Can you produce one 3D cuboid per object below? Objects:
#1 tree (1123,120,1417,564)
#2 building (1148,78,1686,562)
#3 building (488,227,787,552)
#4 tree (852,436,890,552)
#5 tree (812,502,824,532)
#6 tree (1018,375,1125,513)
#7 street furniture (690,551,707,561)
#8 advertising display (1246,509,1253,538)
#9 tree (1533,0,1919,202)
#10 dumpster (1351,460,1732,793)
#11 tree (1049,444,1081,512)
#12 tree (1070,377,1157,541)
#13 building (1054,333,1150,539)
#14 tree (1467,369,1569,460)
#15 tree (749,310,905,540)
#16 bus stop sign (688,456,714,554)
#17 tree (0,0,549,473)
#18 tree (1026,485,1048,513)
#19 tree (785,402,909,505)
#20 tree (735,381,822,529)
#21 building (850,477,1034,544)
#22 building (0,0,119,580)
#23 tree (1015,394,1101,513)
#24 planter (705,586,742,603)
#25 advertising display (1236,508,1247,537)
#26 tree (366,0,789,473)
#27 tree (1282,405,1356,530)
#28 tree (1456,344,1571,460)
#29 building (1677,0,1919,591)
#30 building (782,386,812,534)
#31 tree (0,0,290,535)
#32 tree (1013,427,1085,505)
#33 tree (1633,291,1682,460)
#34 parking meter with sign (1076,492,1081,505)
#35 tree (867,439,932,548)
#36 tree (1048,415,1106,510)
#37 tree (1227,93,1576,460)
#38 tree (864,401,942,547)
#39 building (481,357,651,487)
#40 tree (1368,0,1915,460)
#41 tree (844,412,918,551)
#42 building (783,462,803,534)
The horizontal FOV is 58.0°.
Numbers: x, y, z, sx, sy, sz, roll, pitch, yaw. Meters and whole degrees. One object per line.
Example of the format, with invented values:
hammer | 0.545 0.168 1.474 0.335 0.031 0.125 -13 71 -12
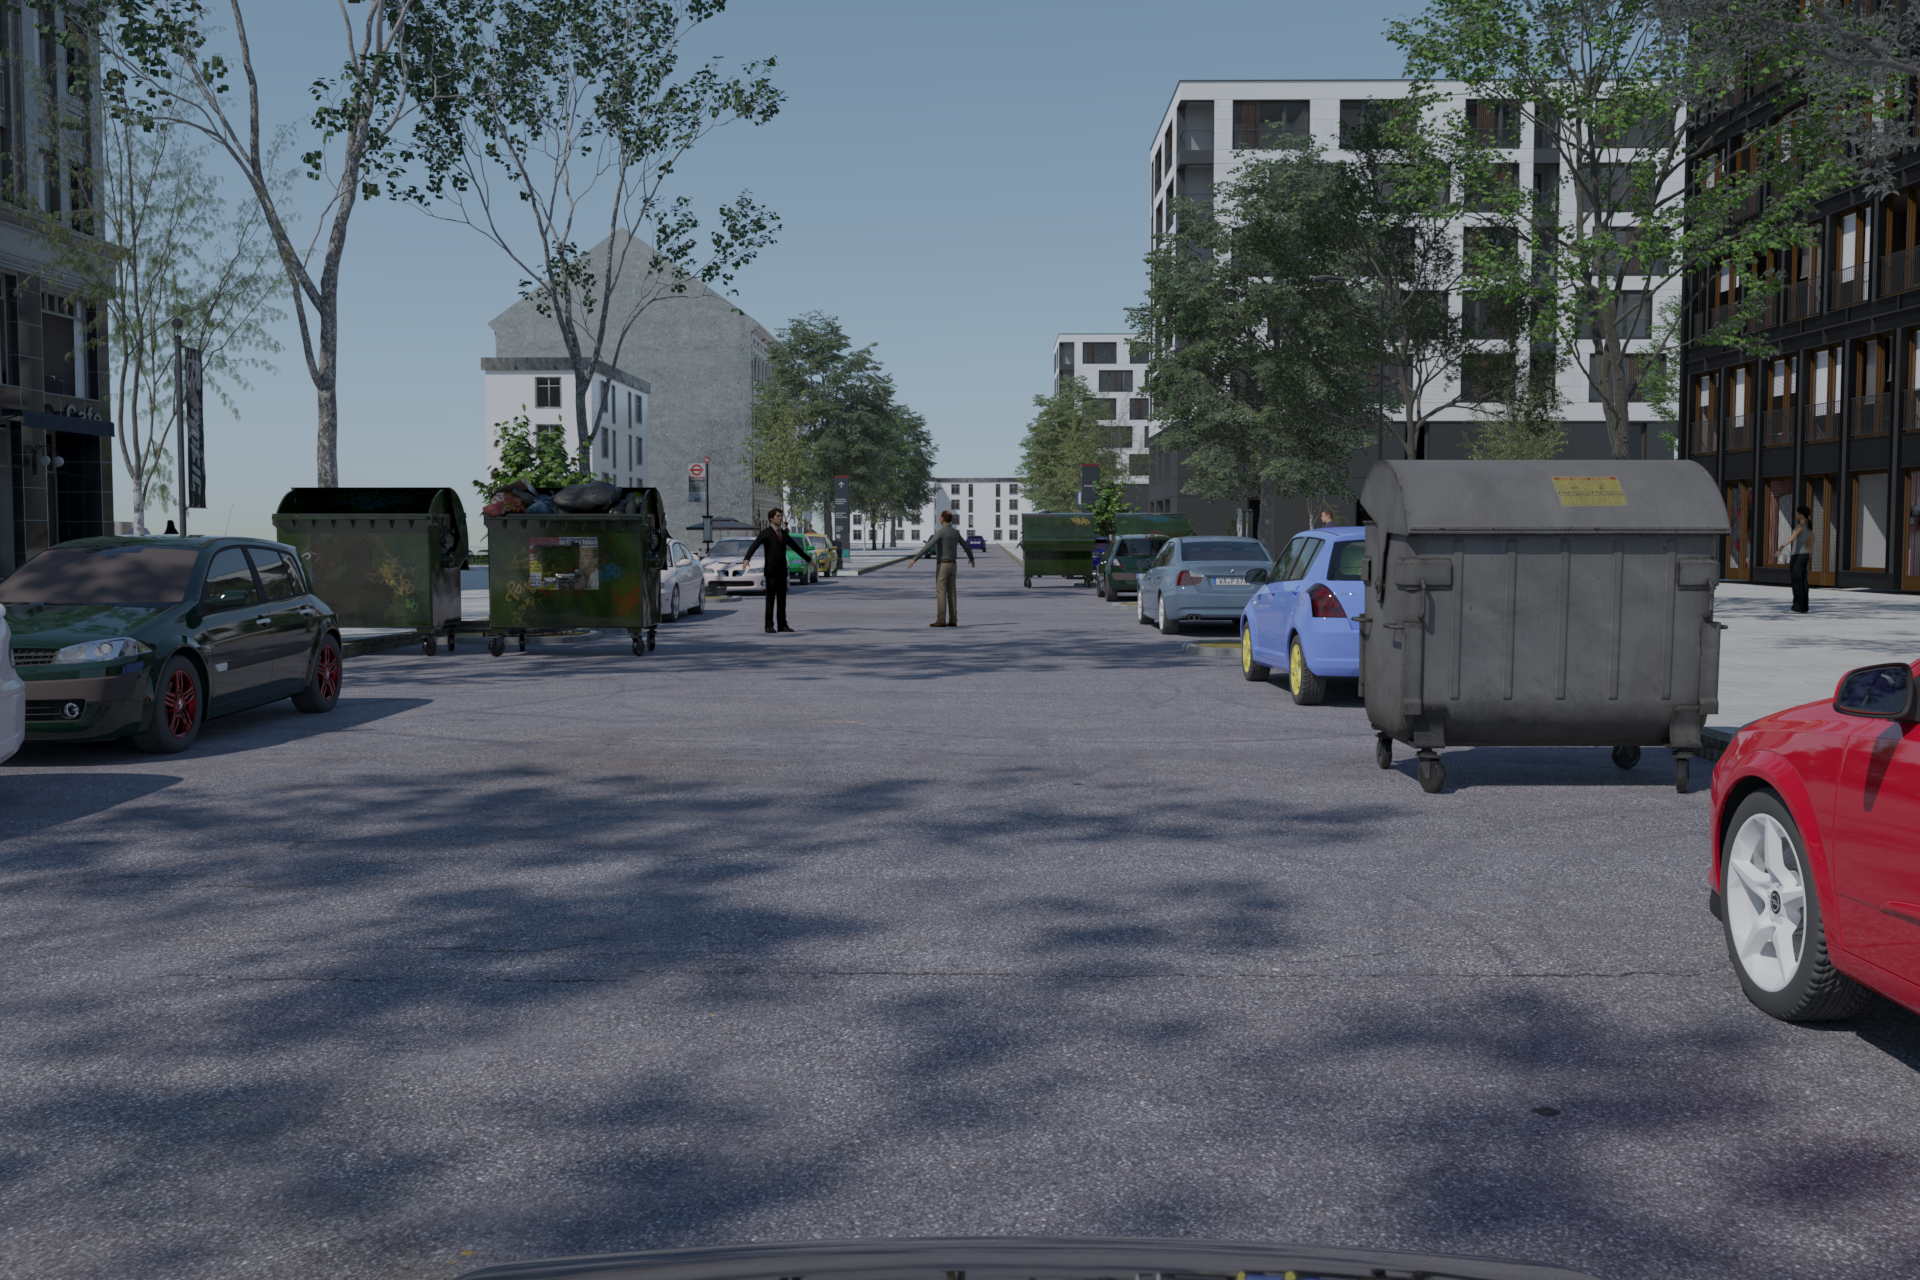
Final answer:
tree | 9.875 -9.095 55.358 9.857 13.997 8.962 0 3 0
building | 24.049 -15.317 94.412 27.936 21.610 32.646 0 4 1
building | -23.991 -18.496 133.343 19.493 23.208 18.063 0 4 1
tree | -6.836 -10.614 123.902 4.737 8.622 4.395 0 3 0
tree | -19.546 -18.615 254.711 4.360 8.622 3.978 0 3 0
tree | 7.935 -12.535 123.075 7.486 12.596 7.792 0 3 0
street furniture | -11.132 -3.895 79.307 5.734 0.657 10.072 1 4 12
advertising display | 7.434 -2.424 44.849 0.123 1.923 0.974 0 4 0
tree | 9.600 -6.310 13.536 12.009 13.543 11.850 0 3 0
dumpster | 3.304 -0.112 10.044 1.865 1.857 1.264 0 4 0
tree | 8.755 -11.107 131.968 4.360 8.622 3.978 0 3 0
tree | 6.914 -8.056 82.079 4.360 8.622 3.978 0 3 0
building | 24.261 -21.318 192.520 27.936 21.610 32.646 0 4 1
tree | 24.342 -7.608 74.750 4.737 8.622 4.395 0 3 0
tree | -7.430 -11.709 98.105 9.857 13.997 8.962 0 3 0
bus stop sign | -8.877 -4.326 59.427 0.855 3.939 0.416 0 4 2
tree | -13.007 -10.824 32.856 12.611 20.169 13.585 0 3 0
tree | 8.452 -13.097 164.504 4.737 8.622 4.395 0 3 0
tree | -7.751 -11.049 115.071 8.767 10.594 7.601 0 4 -6
tree | -8.402 -8.075 82.380 4.737 8.622 4.395 0 3 0
building | -3.296 -18.973 254.806 28.070 9.664 9.099 0 4 6
building | -30.578 -15.768 37.403 16.754 29.471 25.880 0 4 1
tree | 8.319 -13.624 140.879 7.486 12.596 7.792 0 3 0
planter | -5.716 -0.968 36.964 1.991 0.319 1.994 0 4 2
advertising display | 7.113 -2.362 43.827 0.123 1.923 0.974 0 4 1
tree | -10.738 -11.845 49.550 12.611 20.169 13.585 0 3 0
tree | 14.594 -7.390 71.190 4.360 8.622 3.978 0 3 0
tree | 21.456 -7.046 65.560 4.360 8.622 3.978 0 3 0
building | 25.766 -12.870 39.086 12.332 23.479 15.834 0 4 1
building | -24.591 -21.914 214.714 16.016 20.090 11.380 0 4 0
tree | -11.549 -4.481 23.628 4.360 8.622 3.978 0 3 0
tree | 8.529 -13.979 154.307 9.928 11.665 9.643 0 3 0
tree | 29.540 -8.593 66.255 9.928 11.665 9.643 0 3 0
parking meter with sign | 5.067 -4.548 70.622 0.543 3.016 1.738 0 4 0
tree | -6.841 -13.482 154.835 8.767 10.594 7.601 -1 4 -11
tree | 7.462 -9.551 106.523 4.737 8.622 4.395 0 3 0
tree | 9.563 -6.276 37.025 7.601 10.594 8.767 2 4 27
tree | -6.403 -15.874 166.192 9.857 13.997 8.962 0 3 0
building | -21.735 -9.434 96.389 9.099 9.664 28.070 0 4 1
tree | 9.724 -6.108 25.625 9.928 11.665 9.643 0 3 0
tree | -6.796 -12.798 135.003 9.928 11.665 9.643 0 3 0
building | -21.479 -15.087 188.823 9.099 9.664 28.070 0 4 1
